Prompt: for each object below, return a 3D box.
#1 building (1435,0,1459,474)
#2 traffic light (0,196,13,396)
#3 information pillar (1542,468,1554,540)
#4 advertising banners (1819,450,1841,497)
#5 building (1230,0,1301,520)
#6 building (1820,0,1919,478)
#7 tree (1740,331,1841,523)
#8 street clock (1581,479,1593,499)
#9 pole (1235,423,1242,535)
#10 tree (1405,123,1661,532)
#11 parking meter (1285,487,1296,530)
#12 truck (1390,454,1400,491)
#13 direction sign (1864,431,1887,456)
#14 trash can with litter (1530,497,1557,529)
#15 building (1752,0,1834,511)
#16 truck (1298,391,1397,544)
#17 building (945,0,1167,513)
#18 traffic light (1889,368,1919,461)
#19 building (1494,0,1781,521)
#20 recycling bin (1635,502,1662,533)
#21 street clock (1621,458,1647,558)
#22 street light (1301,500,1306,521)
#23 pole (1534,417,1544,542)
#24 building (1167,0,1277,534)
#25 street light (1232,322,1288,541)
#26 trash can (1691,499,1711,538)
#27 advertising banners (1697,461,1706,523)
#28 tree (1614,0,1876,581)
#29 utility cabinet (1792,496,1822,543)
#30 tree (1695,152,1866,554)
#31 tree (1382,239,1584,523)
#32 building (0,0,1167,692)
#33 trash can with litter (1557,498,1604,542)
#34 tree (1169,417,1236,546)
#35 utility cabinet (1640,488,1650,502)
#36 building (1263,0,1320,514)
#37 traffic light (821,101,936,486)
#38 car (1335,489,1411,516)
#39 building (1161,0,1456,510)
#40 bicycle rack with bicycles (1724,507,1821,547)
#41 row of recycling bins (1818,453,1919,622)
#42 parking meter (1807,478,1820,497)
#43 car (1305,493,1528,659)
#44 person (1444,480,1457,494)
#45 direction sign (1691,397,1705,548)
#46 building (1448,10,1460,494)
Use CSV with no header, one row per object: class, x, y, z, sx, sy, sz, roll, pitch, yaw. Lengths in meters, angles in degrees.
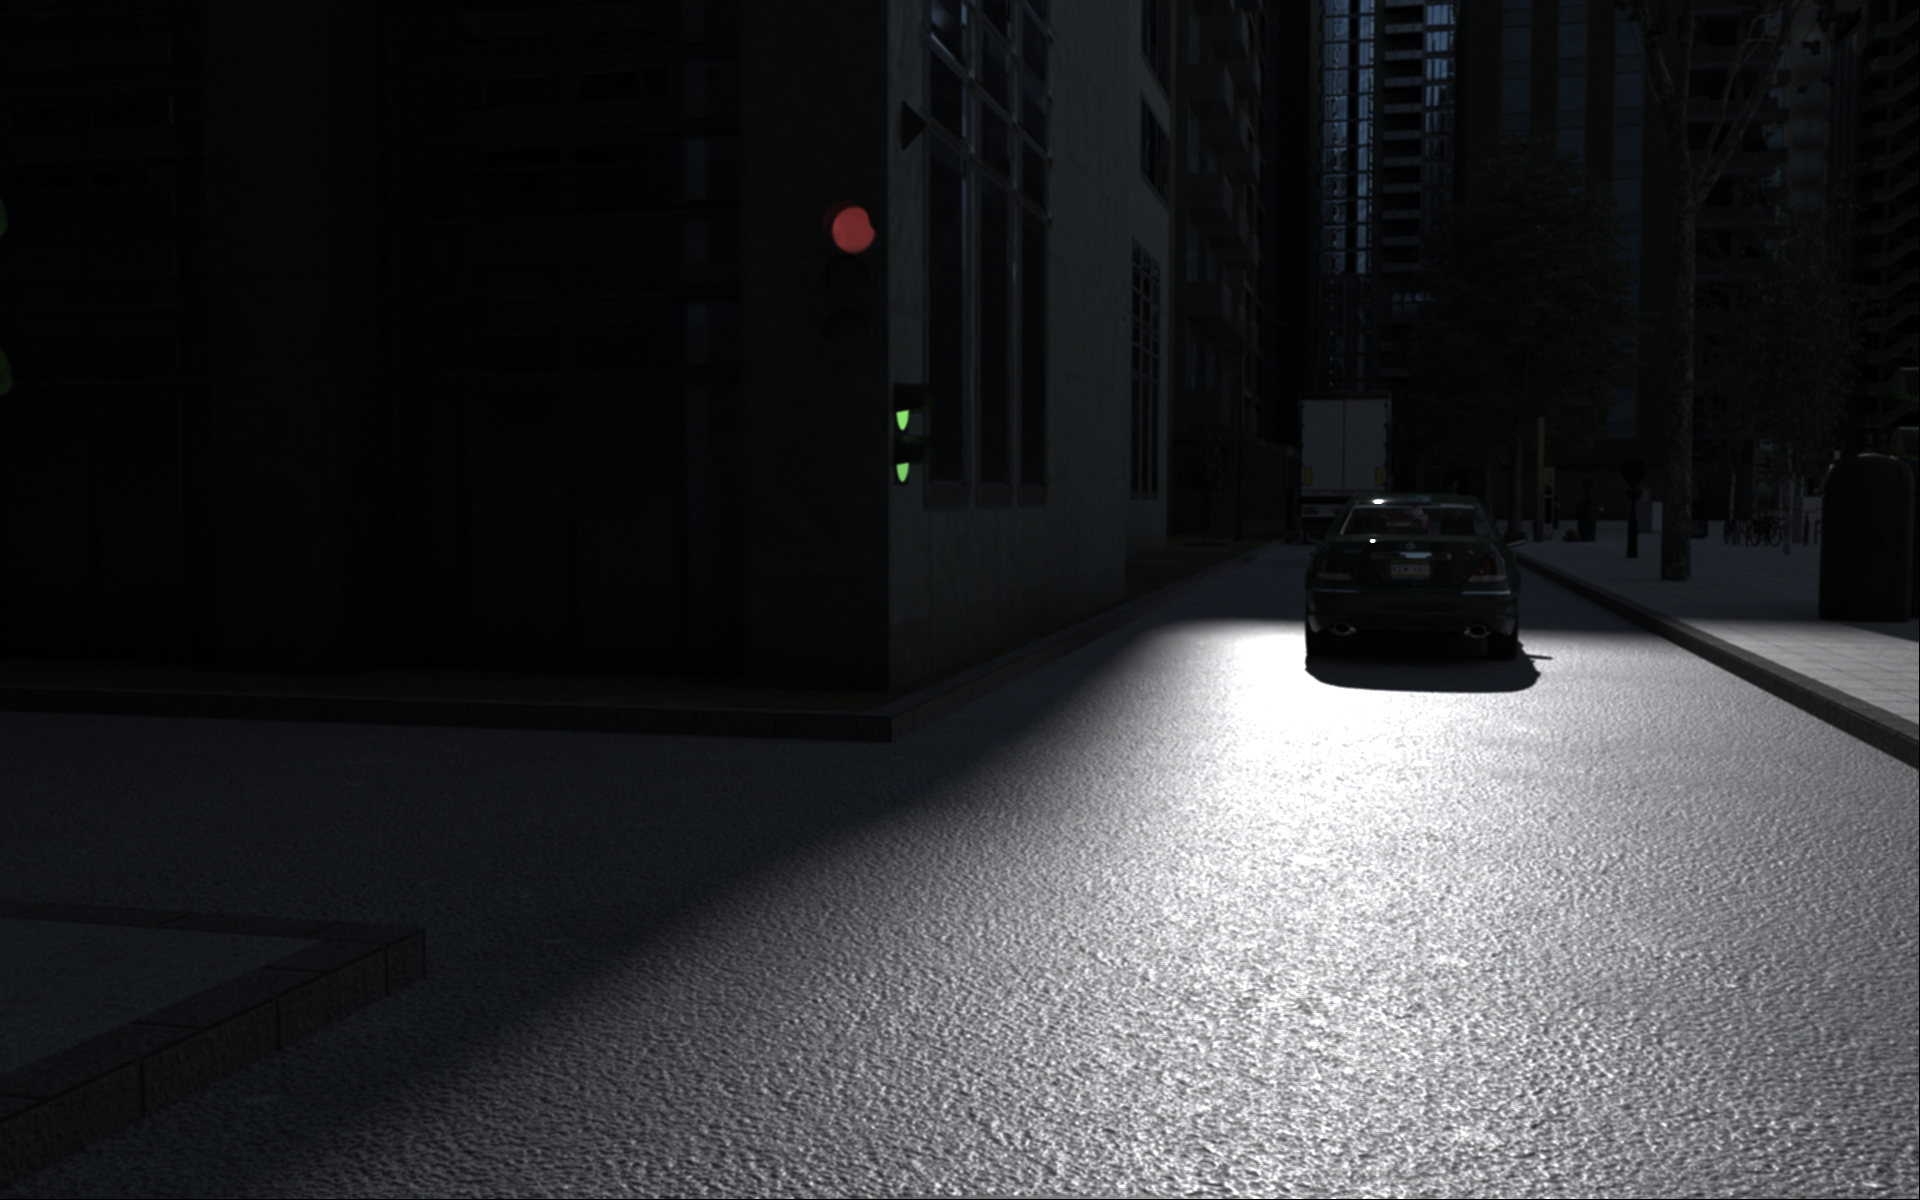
building,50.859,-31.727,138.349,23.786,49.044,30.456,1,4,14
traffic light,-2.507,-0.903,3.685,0.839,4.253,0.868,1,4,14
information pillar,16.300,-2.674,48.205,0.304,2.012,0.304,-1,4,-12
advertising banners,34.532,-4.455,69.034,2.074,3.025,0.090,-2,4,-35
building,8.703,-40.225,95.933,20.563,71.187,20.611,1,4,14
building,79.250,-29.929,139.455,14.200,45.320,14.600,1,4,14
tree,36.847,-7.770,77.399,4.360,8.622,3.978,0,3,0
street clock,29.303,-4.673,80.969,0.471,2.002,0.358,0,4,4
pole,8.036,-3.433,49.979,0.158,3.312,0.155,0,3,0
tree,17.685,-8.289,53.659,7.486,12.596,7.792,0,3,0
parking meter,11.771,-3.254,61.611,0.372,1.533,0.369,0,3,0
truck,30.738,-8.439,126.891,2.839,4.237,11.283,1,4,15
direction sign,33.111,-4.325,62.712,0.876,3.537,0.379,0,4,-8
trash can with litter,21.323,-3.163,63.104,1.055,1.170,0.624,1,4,23
building,81.966,-33.432,166.227,30.456,49.044,23.786,1,4,14
truck,11.824,-3.901,52.690,2.839,4.237,11.283,1,4,14
building,16.689,-51.179,149.441,31.000,86.520,22.319,1,4,14
traffic light,5.822,-1.282,9.885,0.839,4.253,0.868,1,4,14
building,33.303,-26.898,89.899,14.600,45.320,14.200,1,4,14
recycling bin,22.806,-2.748,57.482,0.722,1.027,0.722,-3,5,-43
street clock,13.523,-1.848,34.784,0.471,2.002,0.358,2,4,29
street light,16.706,-6.635,81.020,1.470,5.913,1.316,1,4,14
pole,15.358,-3.186,45.941,0.158,3.312,0.155,0,3,0
building,-0.380,-27.268,65.437,23.786,49.044,30.456,1,4,14
street light,8.147,-4.555,47.018,1.470,5.913,1.316,1,4,14
trash can,21.388,-2.361,50.260,0.748,1.137,0.748,0,3,0
advertising banners,27.125,-4.112,63.427,0.090,3.025,2.074,1,4,16
tree,11.638,-10.287,24.087,12.611,20.169,13.585,0,3,0
utility cabinet,22.304,-2.100,45.492,1.020,1.237,0.306,-2,4,-30
tree,17.510,-5.279,36.678,4.737,8.622,4.395,0,3,0
tree,22.962,-9.687,75.391,9.611,12.733,9.660,0,3,0
building,-7.609,-43.645,26.262,22.319,86.520,31.000,1,4,14
trash can with litter,16.739,-2.152,46.566,1.055,1.170,0.624,-2,4,-31
tree,6.231,-2.974,43.228,1.663,3.219,1.824,0,3,0
utility cabinet,24.383,-3.239,61.634,0.318,1.500,1.173,1,4,20
building,15.993,-28.301,112.826,14.600,45.320,14.200,1,4,14
traffic light,-0.603,-1.377,11.440,0.839,4.253,0.868,1,4,14
car,8.752,-1.617,35.470,2.155,1.783,4.494,1,4,15
building,37.777,-52.751,175.152,31.000,86.520,22.319,1,4,14
bicycle rack with bicycles,20.275,-1.810,42.982,2.852,0.926,2.925,1,4,20
row of recycling bins,10.229,-0.701,18.581,1.069,1.692,3.534,3,5,45
parking meter,31.791,-3.598,64.535,0.399,1.863,0.255,-2,4,-27
car,4.346,-0.294,16.600,2.131,1.459,4.920,1,4,15
person,13.994,-2.504,49.346,0.656,1.842,0.836,3,4,38
direction sign,17.074,-2.985,40.799,0.379,3.537,0.876,-3,4,-38
building,36.770,-20.327,104.050,14.160,30.474,14.107,1,4,14
